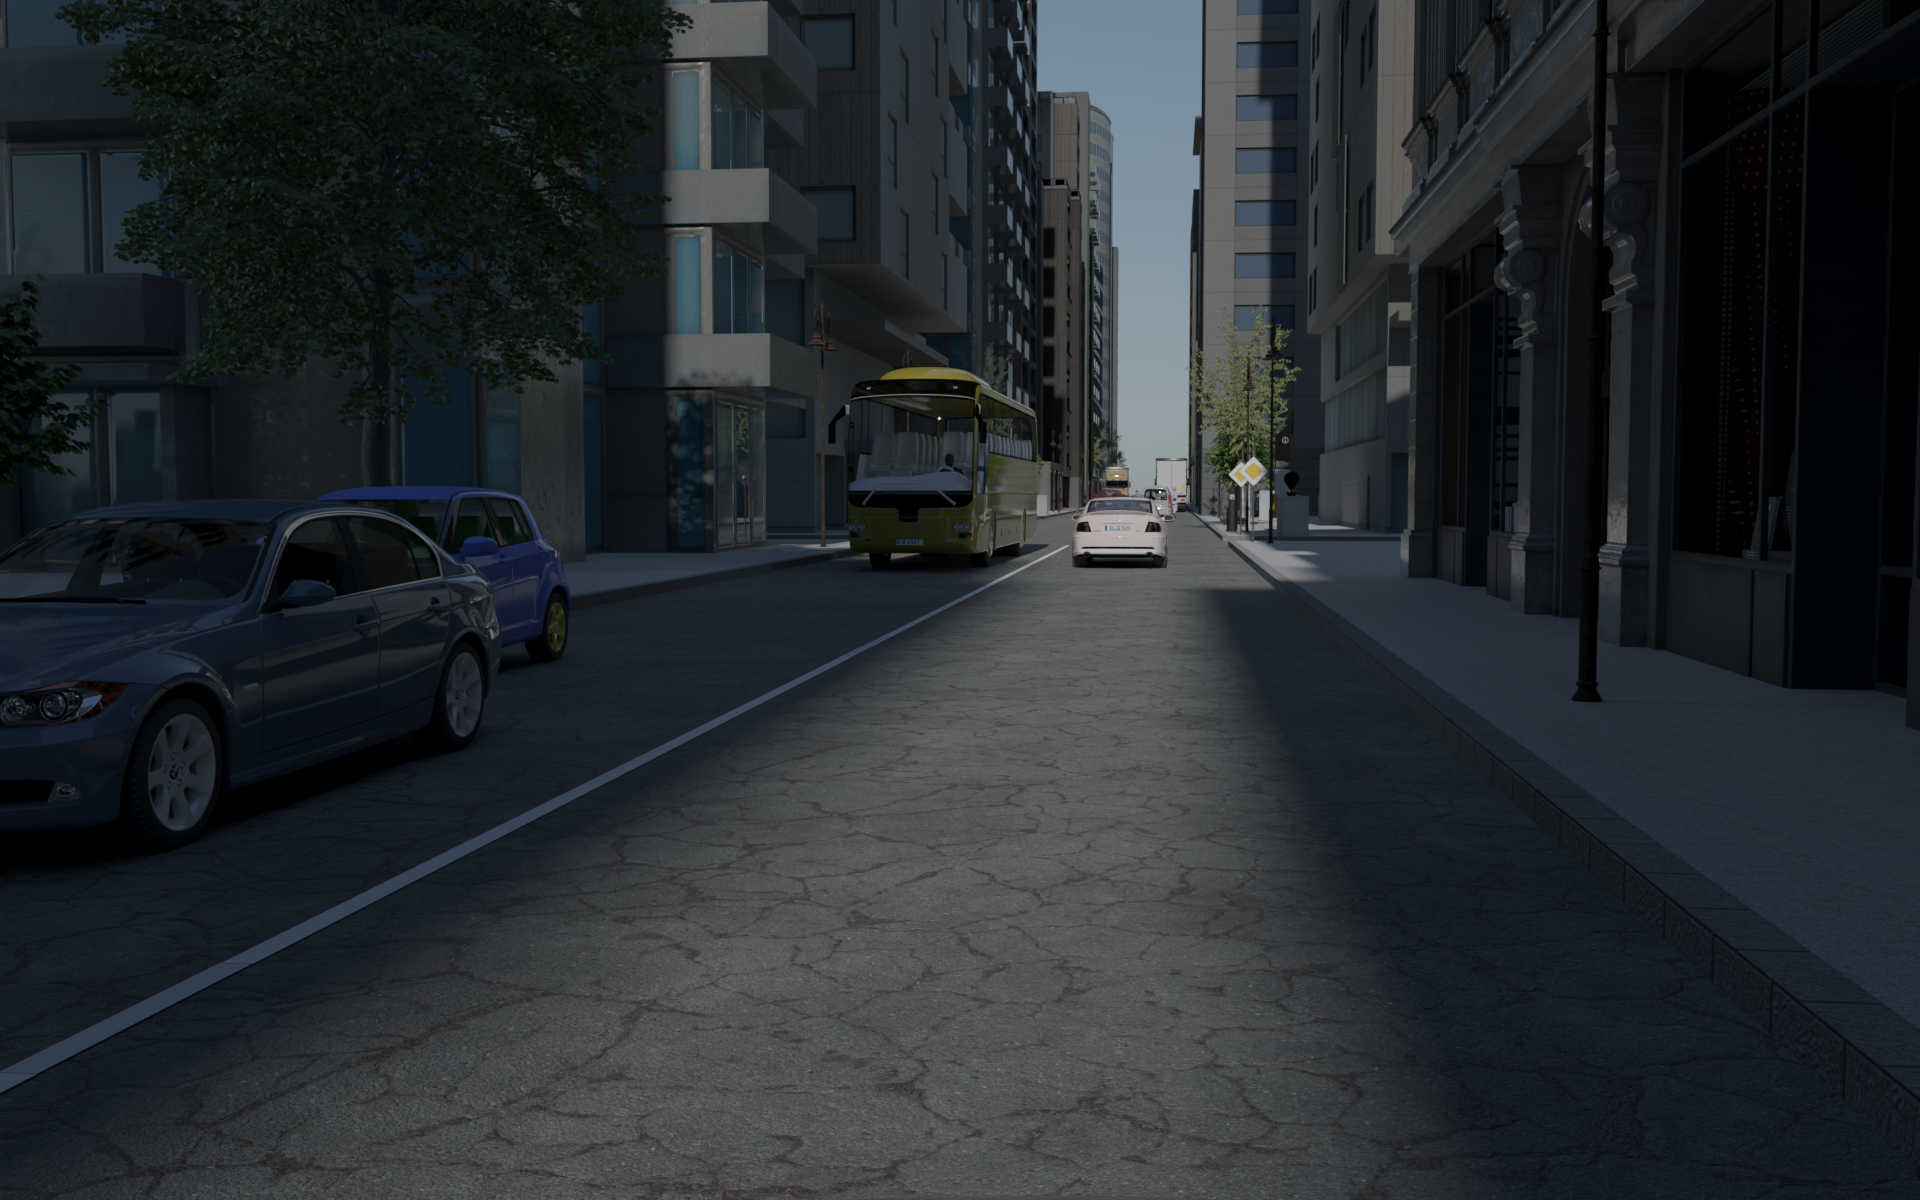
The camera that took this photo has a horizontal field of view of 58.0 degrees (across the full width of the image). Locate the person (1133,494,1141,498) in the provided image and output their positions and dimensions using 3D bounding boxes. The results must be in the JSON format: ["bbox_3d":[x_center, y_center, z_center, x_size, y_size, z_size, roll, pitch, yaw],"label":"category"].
[{"bbox_3d":[22.196,-12.701,216.175,1.348,1.822,0.705,1,4,21],"label":"person"}]

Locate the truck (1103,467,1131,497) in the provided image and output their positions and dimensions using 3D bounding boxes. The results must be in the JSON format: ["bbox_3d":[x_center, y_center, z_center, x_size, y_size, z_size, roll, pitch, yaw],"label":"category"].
[{"bbox_3d":[16.680,-11.925,183.889,2.839,4.237,11.283,0,4,5],"label":"truck"}]

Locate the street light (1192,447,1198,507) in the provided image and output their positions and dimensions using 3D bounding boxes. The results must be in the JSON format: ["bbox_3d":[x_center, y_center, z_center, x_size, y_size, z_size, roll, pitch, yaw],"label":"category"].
[{"bbox_3d":[23.258,-12.047,169.755,0.468,5.910,1.993,0,4,7],"label":"street light"}]

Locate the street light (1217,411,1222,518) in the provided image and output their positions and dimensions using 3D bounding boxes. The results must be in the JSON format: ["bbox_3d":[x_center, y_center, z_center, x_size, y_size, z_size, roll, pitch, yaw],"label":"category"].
[{"bbox_3d":[13.983,-7.371,93.310,0.468,5.910,1.993,0,4,7],"label":"street light"}]

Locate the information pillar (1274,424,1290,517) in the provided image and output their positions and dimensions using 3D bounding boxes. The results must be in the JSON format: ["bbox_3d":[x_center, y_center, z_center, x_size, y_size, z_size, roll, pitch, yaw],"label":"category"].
[{"bbox_3d":[10.709,-4.046,57.506,0.504,3.616,0.183,1,4,9],"label":"information pillar"}]

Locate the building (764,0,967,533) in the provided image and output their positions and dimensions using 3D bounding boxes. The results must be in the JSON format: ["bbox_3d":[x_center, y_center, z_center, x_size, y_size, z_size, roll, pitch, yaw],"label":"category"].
[{"bbox_3d":[-14.274,-29.327,68.741,28.713,52.752,27.495,0,4,7],"label":"building"}]

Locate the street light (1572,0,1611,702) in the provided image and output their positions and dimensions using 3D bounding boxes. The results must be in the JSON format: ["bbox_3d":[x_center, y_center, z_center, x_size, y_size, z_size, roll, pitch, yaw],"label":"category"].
[{"bbox_3d":[3.891,-2.311,10.571,0.468,5.910,1.993,0,4,7],"label":"street light"}]

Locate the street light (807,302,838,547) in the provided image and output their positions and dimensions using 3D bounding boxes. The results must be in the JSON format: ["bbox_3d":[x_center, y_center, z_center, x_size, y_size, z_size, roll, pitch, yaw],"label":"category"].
[{"bbox_3d":[-3.317,-4.225,41.861,0.468,5.910,1.993,0,4,7],"label":"street light"}]

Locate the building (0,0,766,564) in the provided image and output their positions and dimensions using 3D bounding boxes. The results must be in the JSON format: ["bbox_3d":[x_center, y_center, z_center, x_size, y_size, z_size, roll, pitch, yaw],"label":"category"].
[{"bbox_3d":[-19.138,-25.582,37.880,30.456,49.044,23.786,0,4,7],"label":"building"}]

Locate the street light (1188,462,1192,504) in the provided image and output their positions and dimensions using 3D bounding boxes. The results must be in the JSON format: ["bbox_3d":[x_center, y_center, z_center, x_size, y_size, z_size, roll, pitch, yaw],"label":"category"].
[{"bbox_3d":[27.484,-14.144,204.036,0.468,5.910,1.993,0,4,7],"label":"street light"}]

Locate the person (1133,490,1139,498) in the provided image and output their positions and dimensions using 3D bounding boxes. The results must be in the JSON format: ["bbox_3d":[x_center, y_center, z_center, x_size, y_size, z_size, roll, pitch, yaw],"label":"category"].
[{"bbox_3d":[17.625,-10.109,173.644,0.599,1.838,0.709,0,4,-5],"label":"person"}]

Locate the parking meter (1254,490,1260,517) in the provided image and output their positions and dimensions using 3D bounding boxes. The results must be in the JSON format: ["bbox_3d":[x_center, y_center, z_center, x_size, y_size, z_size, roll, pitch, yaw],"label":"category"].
[{"bbox_3d":[16.416,-5.345,95.795,0.372,1.533,0.369,0,3,0],"label":"parking meter"}]

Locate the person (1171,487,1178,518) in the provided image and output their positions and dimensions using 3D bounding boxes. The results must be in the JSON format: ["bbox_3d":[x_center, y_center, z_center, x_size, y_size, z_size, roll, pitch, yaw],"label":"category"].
[{"bbox_3d":[12.881,-5.865,104.277,0.514,1.842,0.818,2,4,32],"label":"person"}]

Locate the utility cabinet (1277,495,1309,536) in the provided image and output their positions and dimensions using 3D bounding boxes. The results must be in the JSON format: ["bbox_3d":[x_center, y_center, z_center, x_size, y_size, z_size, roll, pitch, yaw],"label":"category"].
[{"bbox_3d":[10.215,-2.570,53.186,1.020,1.237,0.306,-2,4,-26],"label":"utility cabinet"}]

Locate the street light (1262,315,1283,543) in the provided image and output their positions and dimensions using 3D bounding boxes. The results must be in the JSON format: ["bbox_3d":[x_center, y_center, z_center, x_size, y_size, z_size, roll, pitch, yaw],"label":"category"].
[{"bbox_3d":[8.077,-4.408,44.856,0.468,5.910,1.993,0,4,7],"label":"street light"}]

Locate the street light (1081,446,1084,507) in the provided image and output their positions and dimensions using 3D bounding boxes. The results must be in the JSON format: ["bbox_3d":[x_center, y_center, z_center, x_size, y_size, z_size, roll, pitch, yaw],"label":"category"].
[{"bbox_3d":[11.701,-11.800,165.715,0.468,5.910,1.993,0,4,7],"label":"street light"}]

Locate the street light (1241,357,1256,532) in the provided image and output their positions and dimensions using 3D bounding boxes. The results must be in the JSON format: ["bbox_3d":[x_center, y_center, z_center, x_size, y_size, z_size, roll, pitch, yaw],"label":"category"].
[{"bbox_3d":[9.741,-5.249,58.605,0.468,5.910,1.993,0,4,7],"label":"street light"}]

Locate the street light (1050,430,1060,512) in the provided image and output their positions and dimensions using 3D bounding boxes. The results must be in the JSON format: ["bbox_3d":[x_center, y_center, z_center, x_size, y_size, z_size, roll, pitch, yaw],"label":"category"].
[{"bbox_3d":[6.718,-9.293,124.735,0.468,5.910,1.993,0,4,7],"label":"street light"}]

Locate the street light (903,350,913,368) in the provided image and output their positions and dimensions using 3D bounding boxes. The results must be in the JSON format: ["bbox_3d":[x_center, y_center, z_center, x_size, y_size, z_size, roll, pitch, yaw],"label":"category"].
[{"bbox_3d":[-1.659,-5.054,55.422,0.468,5.910,1.993,0,4,7],"label":"street light"}]

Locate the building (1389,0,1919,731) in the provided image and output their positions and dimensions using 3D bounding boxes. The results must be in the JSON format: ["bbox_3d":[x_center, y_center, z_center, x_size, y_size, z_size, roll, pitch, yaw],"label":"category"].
[{"bbox_3d":[11.191,-10.639,24.858,10.553,20.767,40.483,0,4,7],"label":"building"}]

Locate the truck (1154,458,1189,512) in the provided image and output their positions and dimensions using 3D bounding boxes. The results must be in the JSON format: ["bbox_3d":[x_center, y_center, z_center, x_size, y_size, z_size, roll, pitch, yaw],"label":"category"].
[{"bbox_3d":[17.116,-9.253,140.198,2.839,4.237,11.283,0,4,7],"label":"truck"}]

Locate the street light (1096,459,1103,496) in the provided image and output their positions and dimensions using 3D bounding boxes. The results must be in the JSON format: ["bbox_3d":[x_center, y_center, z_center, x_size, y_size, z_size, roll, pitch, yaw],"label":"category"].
[{"bbox_3d":[15.914,-13.897,199.997,0.468,5.910,1.993,0,4,7],"label":"street light"}]

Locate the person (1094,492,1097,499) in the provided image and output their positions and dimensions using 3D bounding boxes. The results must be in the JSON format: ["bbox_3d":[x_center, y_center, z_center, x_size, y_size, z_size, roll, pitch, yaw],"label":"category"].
[{"bbox_3d":[16.442,-12.239,209.282,0.551,1.740,0.621,-1,4,-21],"label":"person"}]

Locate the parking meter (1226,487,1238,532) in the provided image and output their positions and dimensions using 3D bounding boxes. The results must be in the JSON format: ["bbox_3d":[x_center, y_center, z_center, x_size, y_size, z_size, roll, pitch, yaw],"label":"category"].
[{"bbox_3d":[9.266,-3.093,58.979,0.372,1.533,0.369,0,3,0],"label":"parking meter"}]

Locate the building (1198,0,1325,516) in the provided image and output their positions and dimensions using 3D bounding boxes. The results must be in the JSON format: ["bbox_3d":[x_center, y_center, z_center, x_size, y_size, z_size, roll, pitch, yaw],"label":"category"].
[{"bbox_3d":[26.278,-34.885,112.369,21.231,58.520,28.212,0,4,7],"label":"building"}]

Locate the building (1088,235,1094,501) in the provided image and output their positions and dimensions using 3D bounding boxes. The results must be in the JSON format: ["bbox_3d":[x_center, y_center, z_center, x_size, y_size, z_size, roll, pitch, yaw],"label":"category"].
[{"bbox_3d":[7.056,-25.345,186.095,14.160,30.474,14.107,0,4,7],"label":"building"}]

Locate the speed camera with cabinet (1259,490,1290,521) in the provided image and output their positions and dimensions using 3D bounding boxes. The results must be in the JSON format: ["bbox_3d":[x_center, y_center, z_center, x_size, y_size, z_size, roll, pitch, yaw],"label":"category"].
[{"bbox_3d":[15.182,-5.424,83.024,2.038,3.252,0.660,-3,5,-44],"label":"speed camera with cabinet"}]

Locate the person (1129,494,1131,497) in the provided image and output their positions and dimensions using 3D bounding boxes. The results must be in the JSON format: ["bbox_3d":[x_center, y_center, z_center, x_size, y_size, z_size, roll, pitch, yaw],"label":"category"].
[{"bbox_3d":[25.975,-15.526,265.573,0.991,1.433,0.599,-2,4,-28],"label":"person"}]

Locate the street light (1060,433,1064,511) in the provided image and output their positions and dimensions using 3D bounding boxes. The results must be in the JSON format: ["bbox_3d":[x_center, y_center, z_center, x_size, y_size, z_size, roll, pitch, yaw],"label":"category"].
[{"bbox_3d":[7.616,-9.702,131.417,0.468,5.910,1.993,0,4,7],"label":"street light"}]

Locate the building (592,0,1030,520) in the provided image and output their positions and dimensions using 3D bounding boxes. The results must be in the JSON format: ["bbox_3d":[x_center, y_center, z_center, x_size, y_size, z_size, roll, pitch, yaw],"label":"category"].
[{"bbox_3d":[-7.214,-30.152,112.594,23.786,49.044,30.456,0,4,7],"label":"building"}]

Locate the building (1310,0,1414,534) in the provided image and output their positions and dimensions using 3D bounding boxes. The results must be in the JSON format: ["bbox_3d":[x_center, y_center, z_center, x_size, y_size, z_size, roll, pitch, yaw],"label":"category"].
[{"bbox_3d":[27.240,-29.033,63.929,27.495,52.752,28.713,0,4,7],"label":"building"}]

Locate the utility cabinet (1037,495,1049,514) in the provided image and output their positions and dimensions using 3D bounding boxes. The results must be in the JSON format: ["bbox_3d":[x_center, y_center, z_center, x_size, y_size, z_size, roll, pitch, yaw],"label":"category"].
[{"bbox_3d":[5.113,-6.043,109.965,1.020,1.237,0.306,2,4,25],"label":"utility cabinet"}]

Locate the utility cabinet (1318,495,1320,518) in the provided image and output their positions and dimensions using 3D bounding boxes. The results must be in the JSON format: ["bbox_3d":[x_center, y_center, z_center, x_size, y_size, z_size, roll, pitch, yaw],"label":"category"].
[{"bbox_3d":[19.731,-4.997,92.869,1.020,1.237,0.306,0,4,3],"label":"utility cabinet"}]
